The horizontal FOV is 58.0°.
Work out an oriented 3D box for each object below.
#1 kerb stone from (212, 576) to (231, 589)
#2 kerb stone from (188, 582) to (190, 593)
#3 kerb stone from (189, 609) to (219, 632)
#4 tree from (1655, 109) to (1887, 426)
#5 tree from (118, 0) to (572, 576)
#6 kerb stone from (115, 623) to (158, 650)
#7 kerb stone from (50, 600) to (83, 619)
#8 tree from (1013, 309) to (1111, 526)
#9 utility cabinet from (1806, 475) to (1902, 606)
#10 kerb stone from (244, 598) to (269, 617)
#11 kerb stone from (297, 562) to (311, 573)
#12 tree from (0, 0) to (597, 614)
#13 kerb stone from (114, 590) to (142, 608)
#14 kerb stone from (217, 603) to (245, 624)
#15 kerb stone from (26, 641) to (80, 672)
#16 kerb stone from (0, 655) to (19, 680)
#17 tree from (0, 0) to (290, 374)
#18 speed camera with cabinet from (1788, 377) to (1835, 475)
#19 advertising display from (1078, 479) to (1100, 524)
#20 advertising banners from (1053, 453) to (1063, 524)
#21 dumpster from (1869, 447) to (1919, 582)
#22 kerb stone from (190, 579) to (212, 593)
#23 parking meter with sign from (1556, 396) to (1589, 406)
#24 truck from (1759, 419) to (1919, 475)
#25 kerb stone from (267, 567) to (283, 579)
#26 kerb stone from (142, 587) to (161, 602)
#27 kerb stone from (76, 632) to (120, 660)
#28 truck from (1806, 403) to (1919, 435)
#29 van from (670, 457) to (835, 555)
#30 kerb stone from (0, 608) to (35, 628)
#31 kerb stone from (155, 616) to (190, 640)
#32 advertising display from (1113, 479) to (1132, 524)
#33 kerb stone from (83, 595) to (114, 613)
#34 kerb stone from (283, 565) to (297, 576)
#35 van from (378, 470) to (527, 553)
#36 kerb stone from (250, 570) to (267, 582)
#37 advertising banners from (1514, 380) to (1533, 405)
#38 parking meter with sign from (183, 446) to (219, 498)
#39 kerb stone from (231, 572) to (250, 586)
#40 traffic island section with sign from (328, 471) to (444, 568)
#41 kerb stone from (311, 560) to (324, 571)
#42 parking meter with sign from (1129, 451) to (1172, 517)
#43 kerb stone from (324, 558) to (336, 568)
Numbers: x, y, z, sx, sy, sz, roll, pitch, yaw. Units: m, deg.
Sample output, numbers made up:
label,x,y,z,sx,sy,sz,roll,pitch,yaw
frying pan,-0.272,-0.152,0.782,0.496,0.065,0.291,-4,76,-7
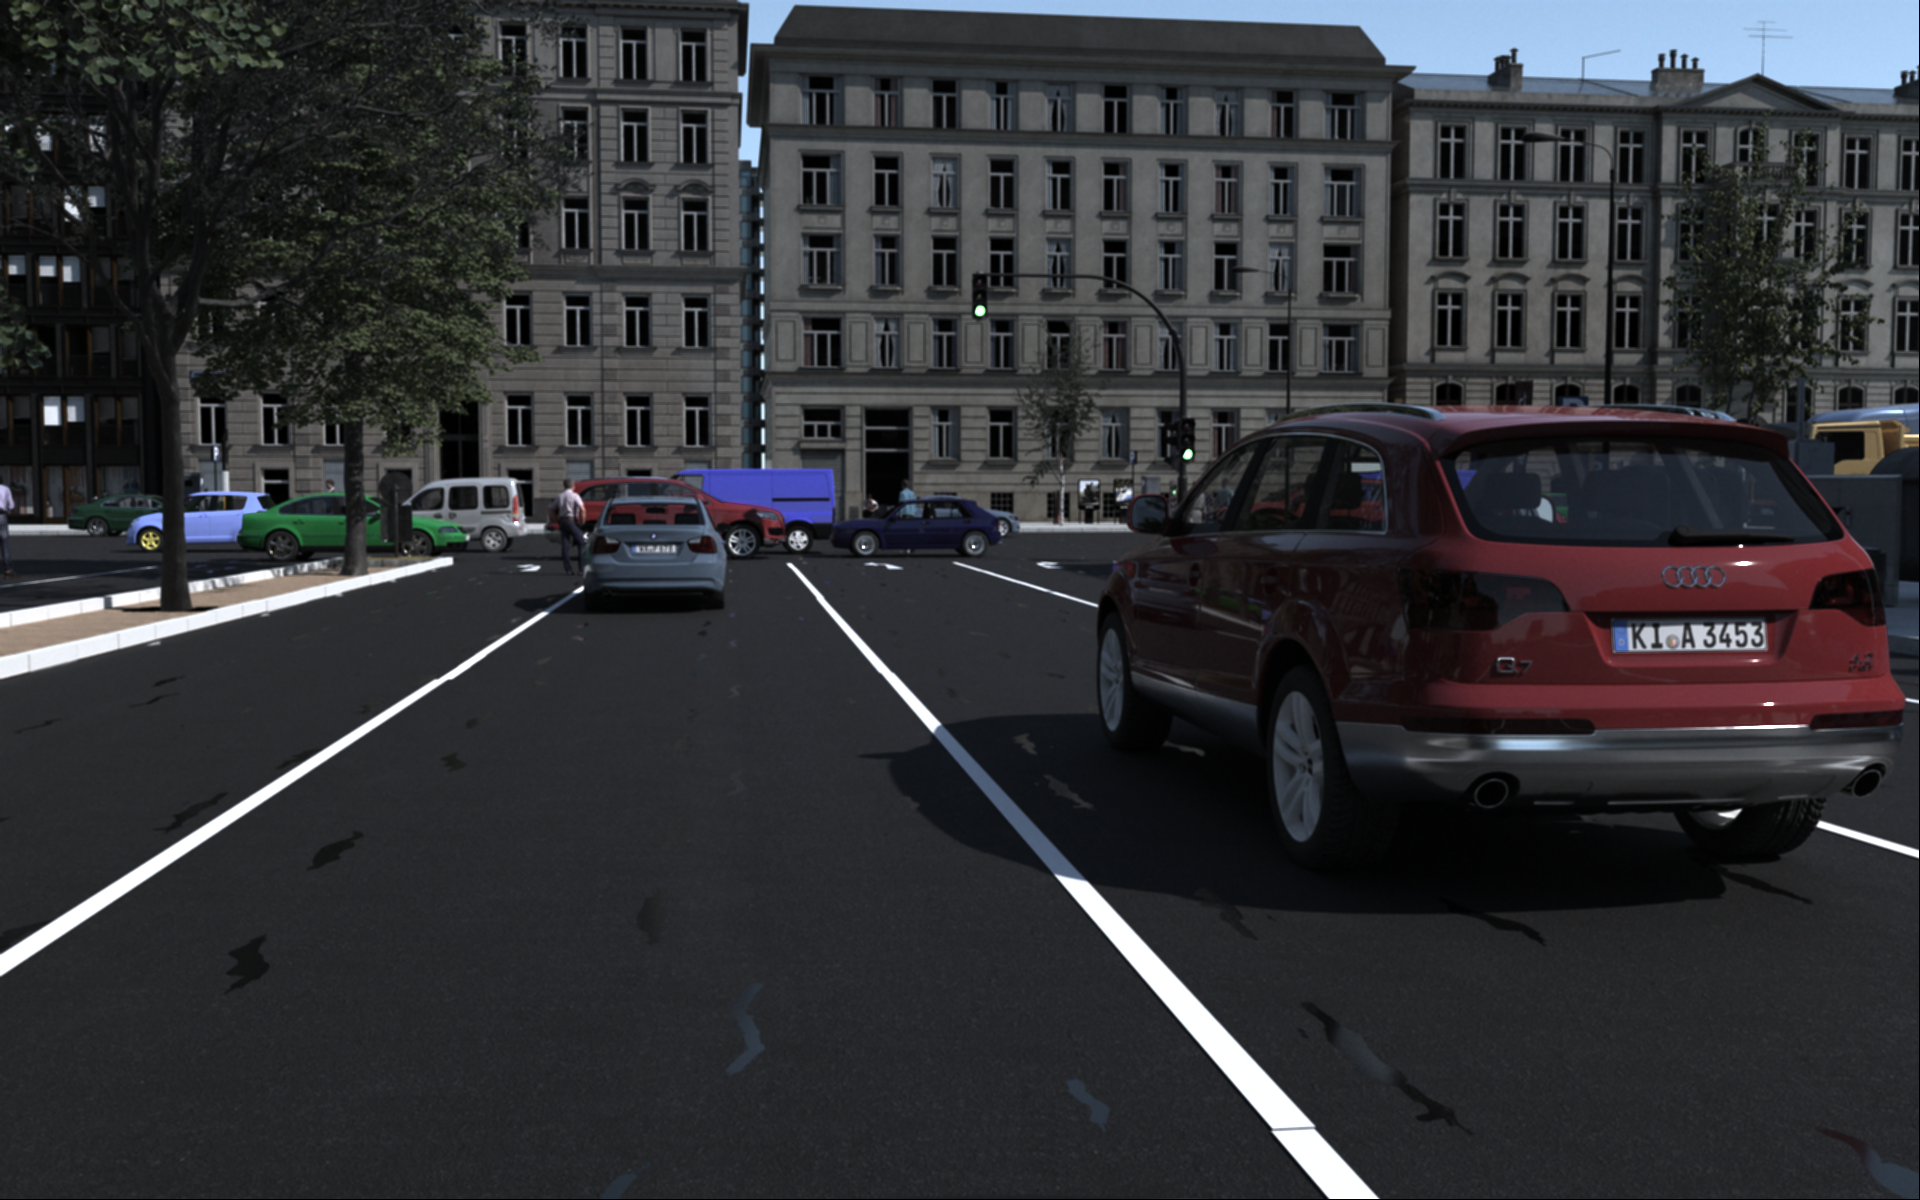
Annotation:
label,x,y,z,sx,sy,sz,roll,pitch,yaw
kerb stone,-11.312,-0.248,26.304,0.120,0.150,1.000,0,4,-8
kerb stone,-11.032,-0.126,24.252,0.120,0.150,1.000,0,4,-8
kerb stone,-8.133,0.236,18.459,0.120,0.150,1.000,0,4,-8
tree,15.705,-5.136,34.328,4.737,8.622,4.395,0,3,0
tree,-10.741,-6.713,30.340,7.486,12.596,7.792,0,3,0
kerb stone,-7.856,0.354,16.414,0.120,0.150,1.000,0,4,-8
kerb stone,-10.486,0.124,20.167,0.120,0.150,1.000,0,4,-8
tree,4.080,-7.293,69.598,4.360,8.622,3.978,0,3,0
utility cabinet,10.183,-0.694,20.022,1.173,1.500,0.318,3,4,38
kerb stone,-8.410,0.103,20.505,0.120,0.150,1.000,0,4,-8
kerb stone,-11.989,-0.563,31.403,0.120,0.150,1.000,0,4,-8
tree,-9.502,-6.589,20.551,12.009,13.543,11.850,0,3,0
kerb stone,-10.754,-0.001,22.204,0.120,0.150,1.000,0,4,-8
kerb stone,-8.273,0.166,19.476,0.120,0.150,1.000,0,4,-8
kerb stone,-7.580,0.478,14.376,0.120,0.150,1.000,0,4,-8
kerb stone,-7.452,0.541,13.358,0.120,0.150,1.000,0,4,-8
tree,-7.993,-6.131,9.352,9.857,13.997,8.962,0,3,0
speed camera with cabinet,14.343,-2.102,28.703,0.660,3.252,2.038,0,4,7
advertising display,5.610,-4.289,75.337,0.974,1.923,0.123,-1,4,-14
advertising banners,4.198,-4.749,73.831,0.090,3.025,2.074,1,4,13
dumpster,11.780,-0.892,20.346,1.264,1.857,1.865,0,4,-8
kerb stone,-11.166,-0.188,25.282,0.120,0.150,1.000,0,4,-8
parking meter with sign,10.911,-2.071,30.117,0.543,3.016,1.738,0,3,0
truck,25.457,-3.090,46.450,9.791,3.379,3.469,0,4,-7
kerb stone,-11.716,-0.438,29.362,0.120,0.150,1.000,0,4,-8
kerb stone,-10.889,-0.062,23.226,0.120,0.150,1.000,0,4,-8
kerb stone,-7.723,0.419,15.392,0.120,0.150,1.000,0,4,-8
truck,33.922,-3.832,52.417,18.799,4.110,2.967,0,4,-8
van,-5.567,-2.279,41.651,5.245,2.365,2.240,0,4,-8
kerb stone,-10.344,0.186,19.148,0.120,0.150,1.000,0,4,-8
kerb stone,-7.995,0.291,17.437,0.120,0.150,1.000,0,4,-8
advertising display,7.036,-4.241,74.561,0.974,1.923,0.123,-2,4,-29
kerb stone,-10.619,0.062,21.187,0.120,0.150,1.000,0,4,-8
kerb stone,-11.856,-0.501,30.386,0.120,0.150,1.000,0,4,-8
van,-12.904,-2.205,43.068,4.112,2.044,2.013,-1,4,-8
kerb stone,-11.581,-0.375,28.345,0.120,0.150,1.000,0,4,-8
advertising banners,8.527,-1.918,27.548,0.090,3.025,2.074,-1,4,-12
parking meter with sign,-27.826,-4.069,62.796,1.738,3.016,0.543,0,4,-3
kerb stone,-11.444,-0.308,27.328,0.120,0.150,1.000,0,4,-8
traffic island section with sign,-11.347,-1.612,34.488,2.006,1.907,1.989,0,4,-8
kerb stone,-12.128,-0.625,32.422,0.120,0.150,1.000,0,4,-8
parking meter with sign,7.758,-4.520,70.165,1.738,3.016,0.543,-1,4,-20
kerb stone,-12.267,-0.688,33.439,0.120,0.150,1.000,0,4,-8
